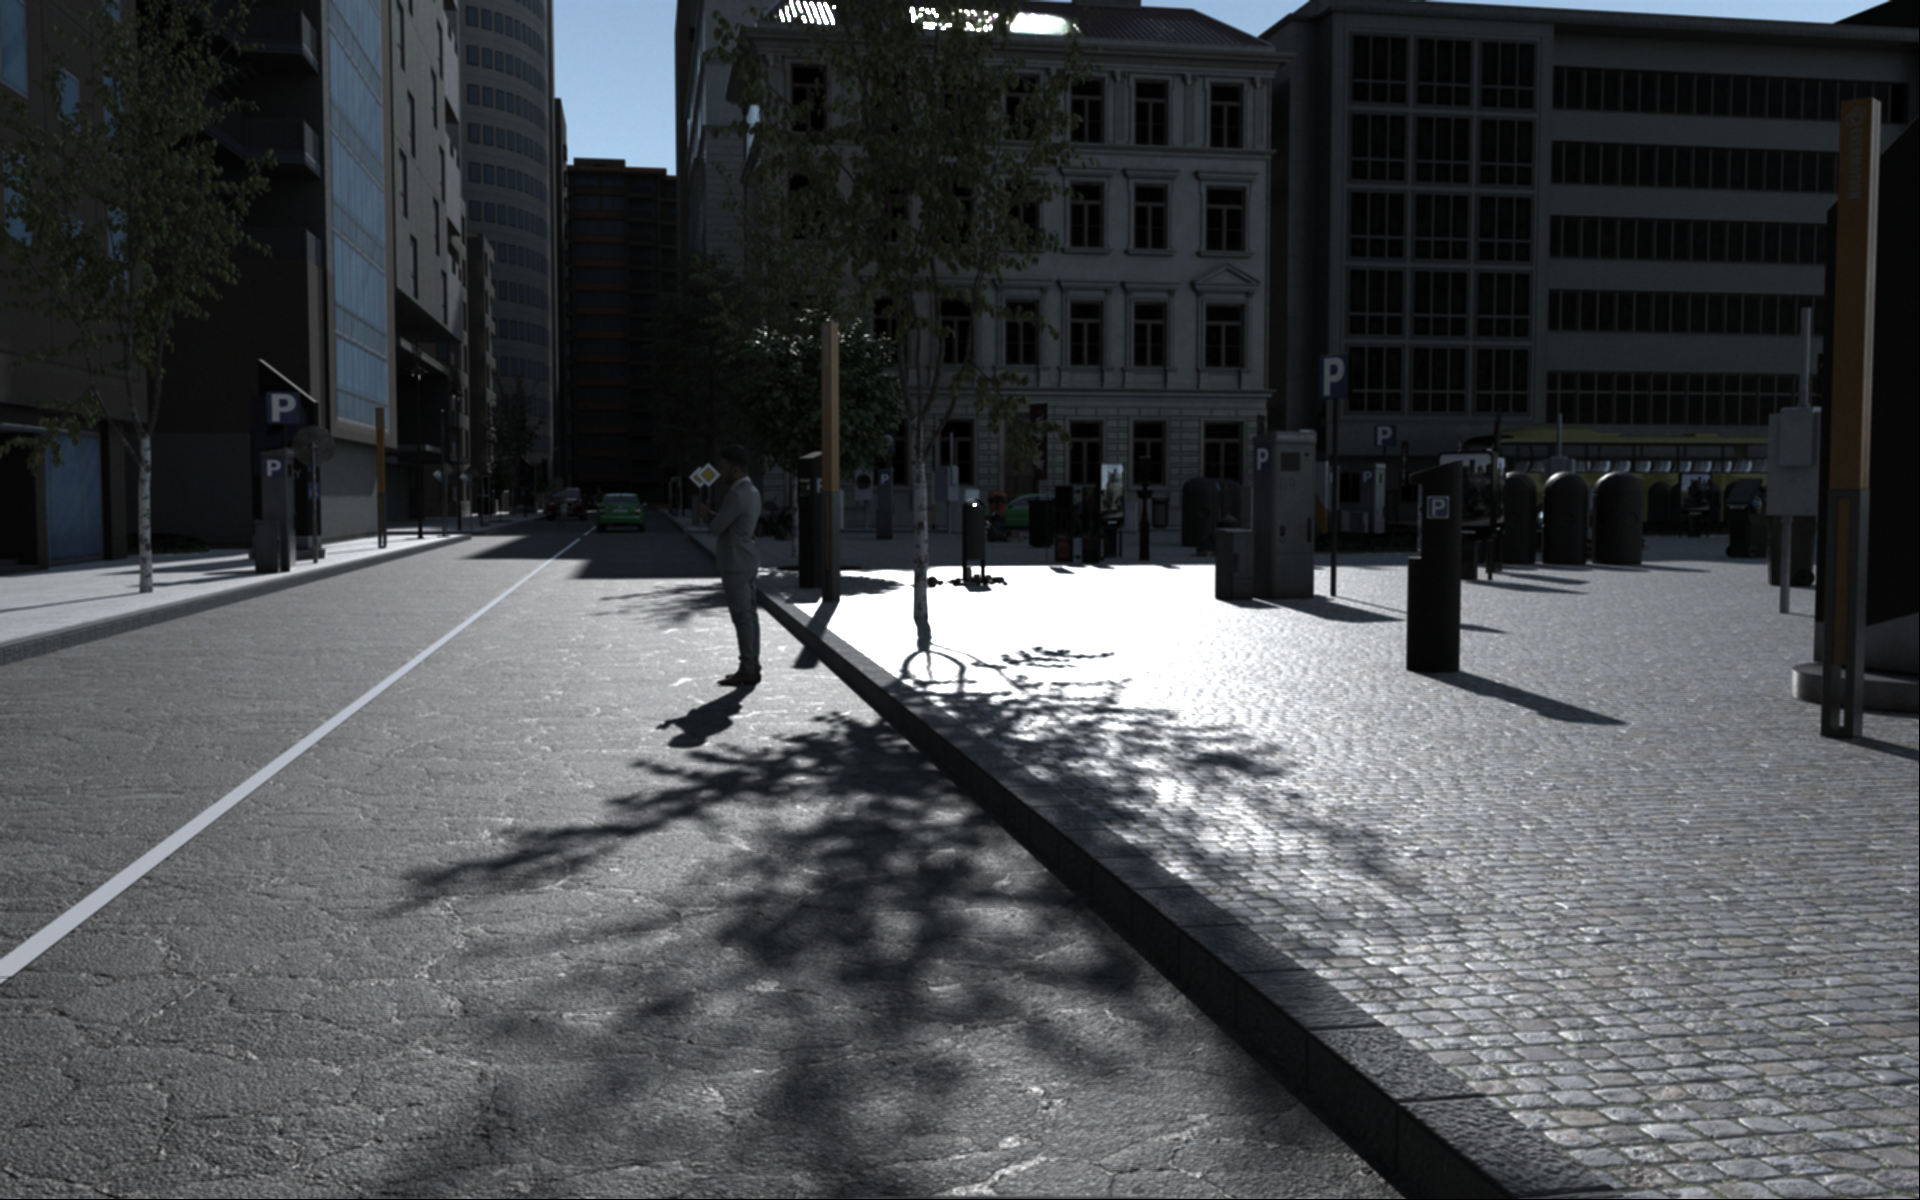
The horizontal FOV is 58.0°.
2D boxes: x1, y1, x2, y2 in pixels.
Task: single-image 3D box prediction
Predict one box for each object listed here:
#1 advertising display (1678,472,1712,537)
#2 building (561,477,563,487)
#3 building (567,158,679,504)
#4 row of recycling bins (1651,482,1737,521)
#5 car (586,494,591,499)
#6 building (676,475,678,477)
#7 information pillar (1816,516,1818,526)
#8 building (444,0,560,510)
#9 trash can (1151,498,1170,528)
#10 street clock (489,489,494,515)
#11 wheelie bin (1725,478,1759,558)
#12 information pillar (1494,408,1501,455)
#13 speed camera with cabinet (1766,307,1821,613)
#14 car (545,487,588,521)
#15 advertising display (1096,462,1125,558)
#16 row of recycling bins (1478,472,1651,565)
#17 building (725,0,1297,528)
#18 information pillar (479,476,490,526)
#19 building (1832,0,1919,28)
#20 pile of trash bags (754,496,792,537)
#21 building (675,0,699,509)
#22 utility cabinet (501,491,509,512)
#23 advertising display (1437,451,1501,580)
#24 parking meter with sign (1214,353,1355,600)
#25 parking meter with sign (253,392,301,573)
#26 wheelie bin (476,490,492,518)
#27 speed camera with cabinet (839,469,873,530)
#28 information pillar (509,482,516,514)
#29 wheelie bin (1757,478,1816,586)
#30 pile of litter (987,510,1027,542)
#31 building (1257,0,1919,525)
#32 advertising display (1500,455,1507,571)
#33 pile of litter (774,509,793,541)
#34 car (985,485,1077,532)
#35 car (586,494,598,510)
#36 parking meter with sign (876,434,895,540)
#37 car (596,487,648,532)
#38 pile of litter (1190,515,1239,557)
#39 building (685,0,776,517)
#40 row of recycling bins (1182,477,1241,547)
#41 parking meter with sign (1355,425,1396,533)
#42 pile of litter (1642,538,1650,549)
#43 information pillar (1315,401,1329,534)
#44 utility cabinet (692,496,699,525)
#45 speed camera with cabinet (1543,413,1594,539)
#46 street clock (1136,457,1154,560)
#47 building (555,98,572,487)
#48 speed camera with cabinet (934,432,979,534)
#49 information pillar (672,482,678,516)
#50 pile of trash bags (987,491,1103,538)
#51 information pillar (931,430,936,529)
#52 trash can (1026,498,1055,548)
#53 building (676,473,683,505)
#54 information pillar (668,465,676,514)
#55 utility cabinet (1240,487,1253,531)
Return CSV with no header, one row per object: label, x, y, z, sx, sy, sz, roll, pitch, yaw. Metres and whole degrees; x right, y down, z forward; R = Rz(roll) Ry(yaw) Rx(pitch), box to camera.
advertising display,21.826,-2.829,51.461,0.974,1.923,0.123,0,4,-5
building,-56.183,-29.313,171.147,32.217,40.220,23.993,-1,4,-10
building,-47.974,-35.114,228.744,28.867,44.769,22.147,-1,4,-10
row of recycling bins,24.972,-3.153,58.667,1.069,1.692,3.534,-3,5,-39
car,-35.113,-9.504,167.186,2.131,1.459,4.920,-1,4,-10
building,-16.916,-34.063,176.544,23.786,49.044,30.456,-1,4,-10
information pillar,34.876,-4.044,70.618,0.304,2.012,0.304,1,4,12
building,-45.471,-36.939,145.947,21.231,58.520,28.212,-1,4,-10
trash can,7.549,-3.282,65.315,0.748,1.137,0.748,0,3,0
street clock,-29.214,-6.321,107.921,0.358,2.002,0.471,-3,5,-41
wheelie bin,15.977,-1.662,35.089,0.693,1.594,0.980,-1,4,-18
information pillar,14.565,-3.402,46.983,0.183,3.616,0.504,2,4,28
speed camera with cabinet,9.527,-1.449,18.020,0.660,3.252,2.038,-3,4,-36
car,-21.539,-5.276,94.942,2.281,1.827,5.304,-1,4,-10
advertising display,3.033,-1.820,34.971,0.123,1.923,0.974,2,4,35
row of recycling bins,10.740,-1.523,32.019,3.534,1.692,1.069,1,4,14
building,1.433,-14.323,70.344,21.152,22.565,11.583,-1,4,-10
information pillar,-18.977,-3.954,69.146,0.304,2.012,0.304,-3,4,-36
building,49.383,-15.338,80.454,15.834,23.373,12.332,-1,4,-10
pile of trash bags,-5.395,-2.658,53.211,3.447,1.369,1.912,-2,4,-31
building,-17.982,-30.807,153.797,14.600,45.320,14.200,-1,4,-10
utility cabinet,-32.251,-7.034,123.685,0.318,1.500,1.173,1,4,21
advertising display,7.623,-1.277,26.090,0.123,1.923,0.974,-3,5,-41
parking meter with sign,3.968,-1.533,21.334,1.738,3.016,0.543,-2,4,-28
parking meter with sign,-11.368,-1.990,28.790,0.543,3.016,1.738,-1,4,-11
wheelie bin,-25.852,-5.265,93.985,0.693,1.594,0.980,0,4,3
speed camera with cabinet,-4.212,-4.186,62.782,2.038,3.252,0.660,-1,4,-11
information pillar,-28.219,-6.400,109.138,0.304,2.012,0.304,1,4,16
wheelie bin,11.686,-1.007,24.376,0.693,1.594,0.980,1,4,20
pile of litter,1.273,-2.015,46.912,1.176,0.858,1.719,2,4,24
building,26.703,-15.768,76.878,30.058,24.678,14.314,-1,4,-10
advertising display,8.786,-1.421,28.442,0.123,1.923,0.974,2,4,30
pile of litter,-4.486,-2.112,48.497,1.719,0.858,1.176,-3,4,-37
car,2.285,-3.139,60.124,4.718,1.807,1.959,-1,4,-9
car,-32.383,-8.840,154.327,2.009,1.686,4.222,-1,4,-9
parking meter with sign,-2.151,-3.253,49.451,0.543,3.016,1.738,0,4,0
car,-12.969,-3.520,66.354,1.959,1.807,4.718,-1,4,-10
pile of litter,5.631,-1.339,35.854,1.719,0.858,1.176,0,4,8
building,-10.192,-19.896,102.796,11.434,29.767,29.804,-1,4,-10
row of recycling bins,6.318,-2.237,43.693,1.069,1.692,3.534,1,4,22
parking meter with sign,10.243,-2.866,43.113,0.543,3.016,1.738,3,4,36
pile of litter,15.441,-1.604,40.190,1.719,0.858,1.176,-2,4,-29
information pillar,9.151,-3.204,43.743,0.183,3.616,0.504,-1,4,-20
utility cabinet,-10.975,-3.707,71.771,0.306,1.237,1.020,-1,4,-9
speed camera with cabinet,15.409,-2.942,42.441,2.038,3.252,0.660,2,4,27
street clock,3.573,-1.770,33.511,0.358,2.002,0.471,0,4,3
building,-55.308,-34.959,195.285,21.600,48.544,21.300,-1,4,-10
speed camera with cabinet,-0.102,-3.785,56.221,0.660,3.252,2.038,2,4,30
information pillar,-16.670,-5.916,101.226,0.304,2.012,0.304,0,4,3
pile of trash bags,2.523,-2.552,51.476,3.447,1.369,1.912,0,3,0
information pillar,-0.963,-4.411,63.482,0.183,3.616,0.504,0,3,0
trash can,1.963,-1.836,41.672,0.748,1.137,0.748,0,3,0
building,-23.263,-46.628,200.614,20.563,71.187,20.611,-1,4,-10
information pillar,-18.877,-7.471,113.501,0.504,3.616,0.183,-1,4,-13
utility cabinet,8.880,-2.784,54.201,0.318,1.500,1.173,-2,4,-26
